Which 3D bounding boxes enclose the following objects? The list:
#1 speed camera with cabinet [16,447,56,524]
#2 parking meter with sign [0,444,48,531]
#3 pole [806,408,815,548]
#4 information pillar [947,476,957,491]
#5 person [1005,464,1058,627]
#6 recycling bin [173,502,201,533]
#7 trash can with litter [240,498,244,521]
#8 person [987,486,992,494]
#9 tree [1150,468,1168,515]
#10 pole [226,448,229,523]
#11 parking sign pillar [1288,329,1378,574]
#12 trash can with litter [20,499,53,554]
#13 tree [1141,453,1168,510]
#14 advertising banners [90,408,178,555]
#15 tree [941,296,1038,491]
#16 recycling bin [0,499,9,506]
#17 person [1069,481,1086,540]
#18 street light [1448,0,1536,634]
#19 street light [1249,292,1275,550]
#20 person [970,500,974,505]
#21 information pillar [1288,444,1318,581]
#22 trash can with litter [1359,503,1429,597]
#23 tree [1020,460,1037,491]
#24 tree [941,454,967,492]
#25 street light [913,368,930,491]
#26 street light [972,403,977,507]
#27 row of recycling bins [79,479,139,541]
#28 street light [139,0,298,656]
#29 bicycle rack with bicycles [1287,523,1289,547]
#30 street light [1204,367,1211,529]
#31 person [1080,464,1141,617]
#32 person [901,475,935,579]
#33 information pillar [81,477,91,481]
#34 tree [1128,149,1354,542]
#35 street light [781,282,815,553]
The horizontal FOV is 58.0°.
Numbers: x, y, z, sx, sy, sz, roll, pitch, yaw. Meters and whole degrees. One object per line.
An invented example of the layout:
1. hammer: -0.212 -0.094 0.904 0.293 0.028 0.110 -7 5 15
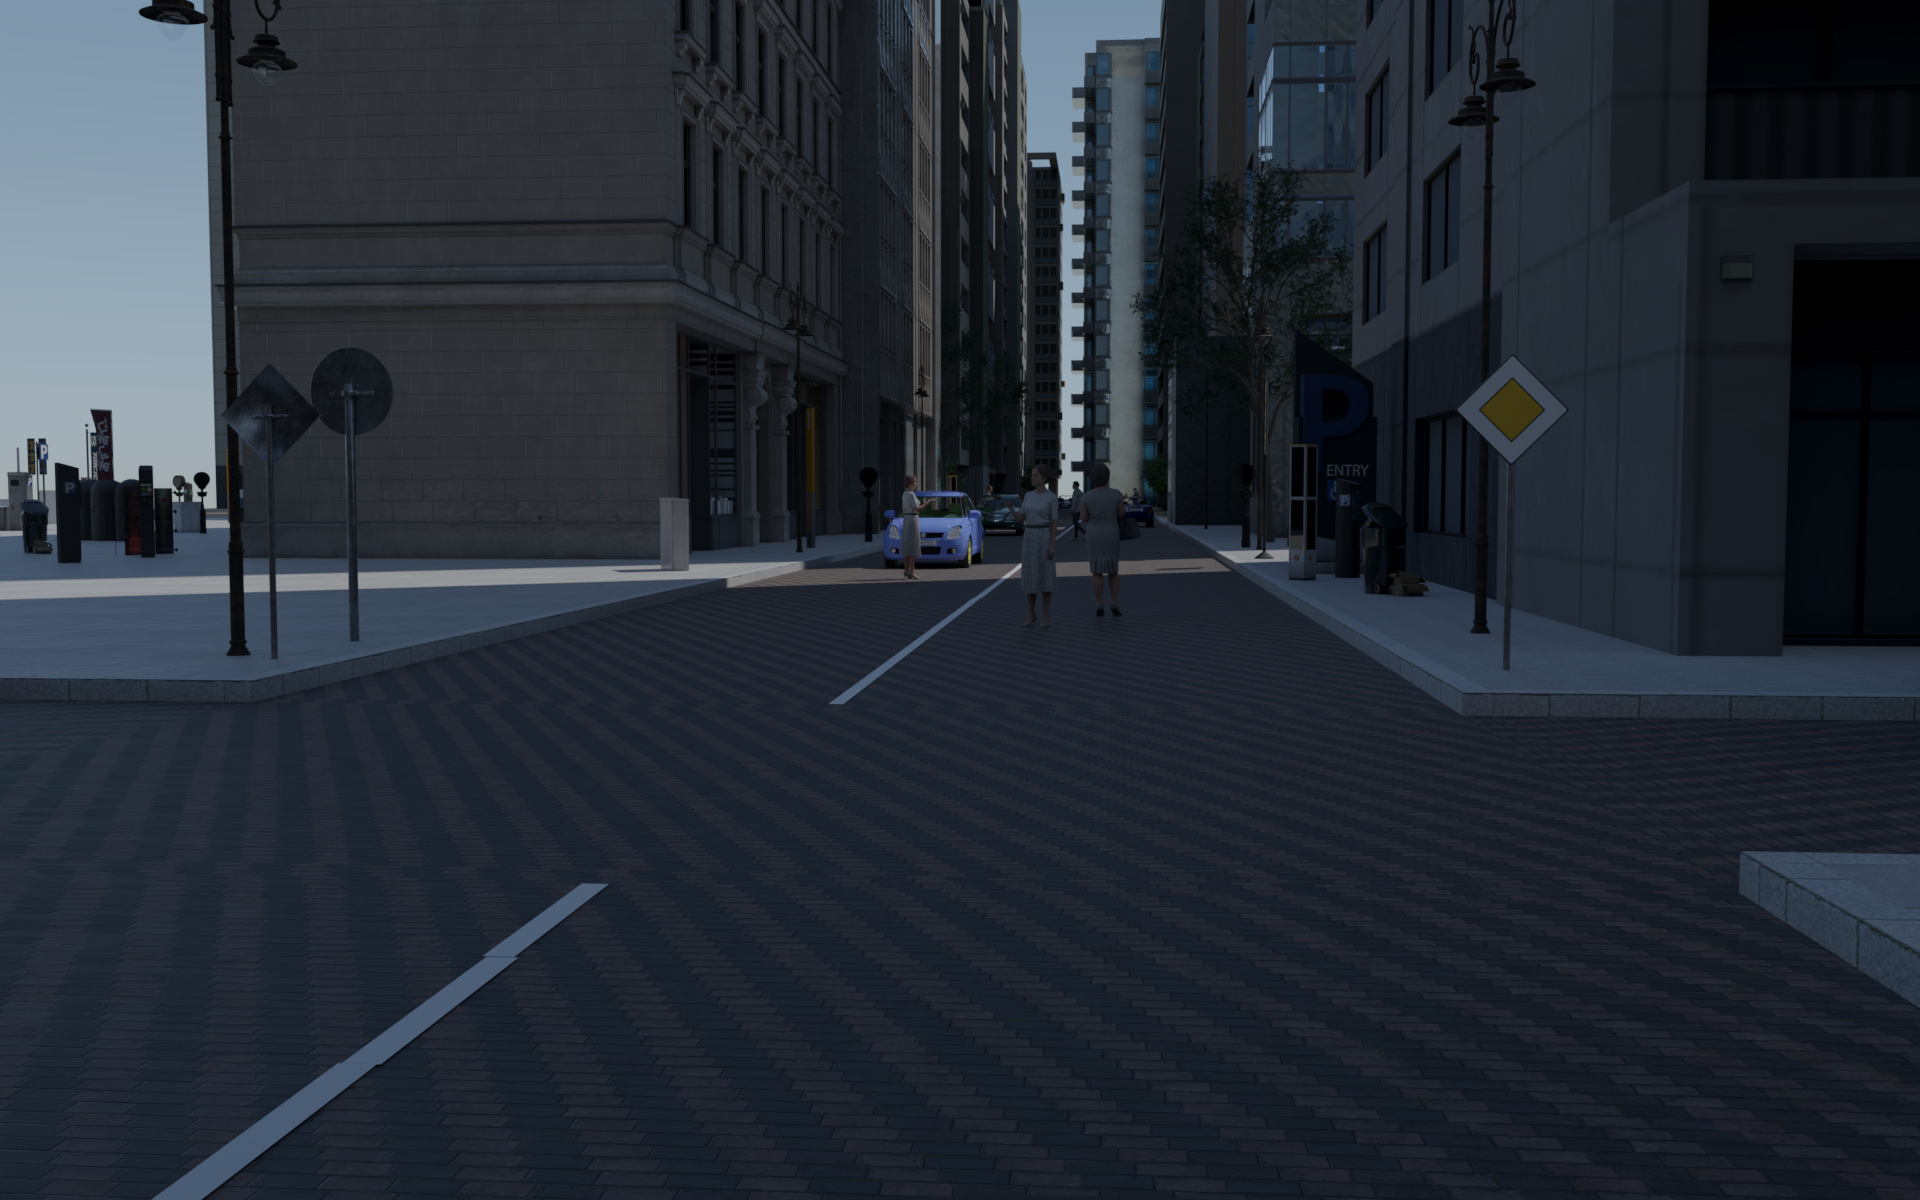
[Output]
1. speed camera with cabinet: -39.448 -4.874 74.021 2.038 3.252 0.660 -2 4 -32
2. parking meter with sign: -32.737 -3.920 60.346 1.738 3.016 0.543 0 4 1
3. pole: -3.549 -2.893 41.143 0.158 3.312 0.155 0 3 0
4. information pillar: -0.334 -4.009 70.040 0.304 2.012 0.304 -2 4 -32
5. person: 0.790 -0.586 18.658 0.480 1.755 0.524 2 4 30
6. recycling bin: -25.902 -2.779 57.994 0.722 1.027 0.722 3 5 41
7. trash can with litter: -23.023 -2.716 55.792 0.624 1.170 1.055 -1 4 -19
8. person: 1.258 -3.625 68.343 0.524 1.755 0.480 0 4 -3
9. tree: 12.982 -6.801 105.791 1.663 3.219 1.824 0 3 0
10. pole: -32.297 -5.058 76.546 0.158 3.312 0.155 0 3 0
11. parking sign pillar: 6.123 -2.436 28.302 1.447 3.967 1.447 0 4 -2
12. trash can with litter: -19.858 -1.591 37.406 0.624 1.170 1.055 -3 5 -45
13. tree: 15.956 -9.398 137.363 4.285 4.588 4.351 0 3 0
14. advertising banners: -17.350 -2.459 36.400 0.090 3.025 2.074 2 4 24
15. tree: -0.585 -8.839 78.922 8.767 10.594 7.601 0 4 5
16. recycling bin: -47.709 -4.540 86.775 0.722 1.027 0.722 2 4 27
17. person: 3.716 -2.783 53.842 0.795 1.843 0.661 2 4 34
18. street light: 4.800 -2.631 15.803 0.468 5.910 1.993 0 4 5
19. street light: 6.916 -4.100 39.815 0.468 5.910 1.993 0 4 5
20. person: 0.237 -2.270 50.299 0.352 1.250 0.332 1 4 13
21. information pillar: 5.100 -1.299 25.738 0.304 2.012 0.304 -3 5 -43
22. trash can with litter: 5.580 -0.654 22.078 0.624 1.170 1.055 -2 4 -25
23. tree: 6.903 -11.116 165.464 4.285 4.588 4.351 0 3 0
24. tree: -0.471 -5.483 84.255 1.663 3.219 1.824 0 3 0
25. street light: -1.365 -5.476 62.323 0.468 5.910 1.993 0 4 5
26. street light: 0.777 -6.913 85.823 0.468 5.910 1.993 0 4 5
27. row of recycling bins: -23.692 -2.493 47.880 3.534 1.692 1.069 2 4 33
28. street light: -5.747 -2.497 13.616 0.468 5.910 1.993 0 4 5
29. bicycle rack with bicycles: 9.476 -1.773 42.371 2.925 0.926 2.852 -3 5 -45
30. street light: 9.019 -5.537 63.318 0.468 5.910 1.993 0 4 5
31. person: 1.769 -0.705 20.390 0.716 1.782 0.532 0 4 4
32. person: -0.738 -1.229 29.161 0.524 1.755 0.480 -2 4 -27
33. information pillar: -38.038 -4.338 75.426 0.304 2.012 0.304 0 4 7
34. tree: 8.372 -6.834 46.154 8.767 10.594 7.601 1 4 17
35. street light: -3.531 -3.984 37.918 0.468 5.910 1.993 0 4 5
